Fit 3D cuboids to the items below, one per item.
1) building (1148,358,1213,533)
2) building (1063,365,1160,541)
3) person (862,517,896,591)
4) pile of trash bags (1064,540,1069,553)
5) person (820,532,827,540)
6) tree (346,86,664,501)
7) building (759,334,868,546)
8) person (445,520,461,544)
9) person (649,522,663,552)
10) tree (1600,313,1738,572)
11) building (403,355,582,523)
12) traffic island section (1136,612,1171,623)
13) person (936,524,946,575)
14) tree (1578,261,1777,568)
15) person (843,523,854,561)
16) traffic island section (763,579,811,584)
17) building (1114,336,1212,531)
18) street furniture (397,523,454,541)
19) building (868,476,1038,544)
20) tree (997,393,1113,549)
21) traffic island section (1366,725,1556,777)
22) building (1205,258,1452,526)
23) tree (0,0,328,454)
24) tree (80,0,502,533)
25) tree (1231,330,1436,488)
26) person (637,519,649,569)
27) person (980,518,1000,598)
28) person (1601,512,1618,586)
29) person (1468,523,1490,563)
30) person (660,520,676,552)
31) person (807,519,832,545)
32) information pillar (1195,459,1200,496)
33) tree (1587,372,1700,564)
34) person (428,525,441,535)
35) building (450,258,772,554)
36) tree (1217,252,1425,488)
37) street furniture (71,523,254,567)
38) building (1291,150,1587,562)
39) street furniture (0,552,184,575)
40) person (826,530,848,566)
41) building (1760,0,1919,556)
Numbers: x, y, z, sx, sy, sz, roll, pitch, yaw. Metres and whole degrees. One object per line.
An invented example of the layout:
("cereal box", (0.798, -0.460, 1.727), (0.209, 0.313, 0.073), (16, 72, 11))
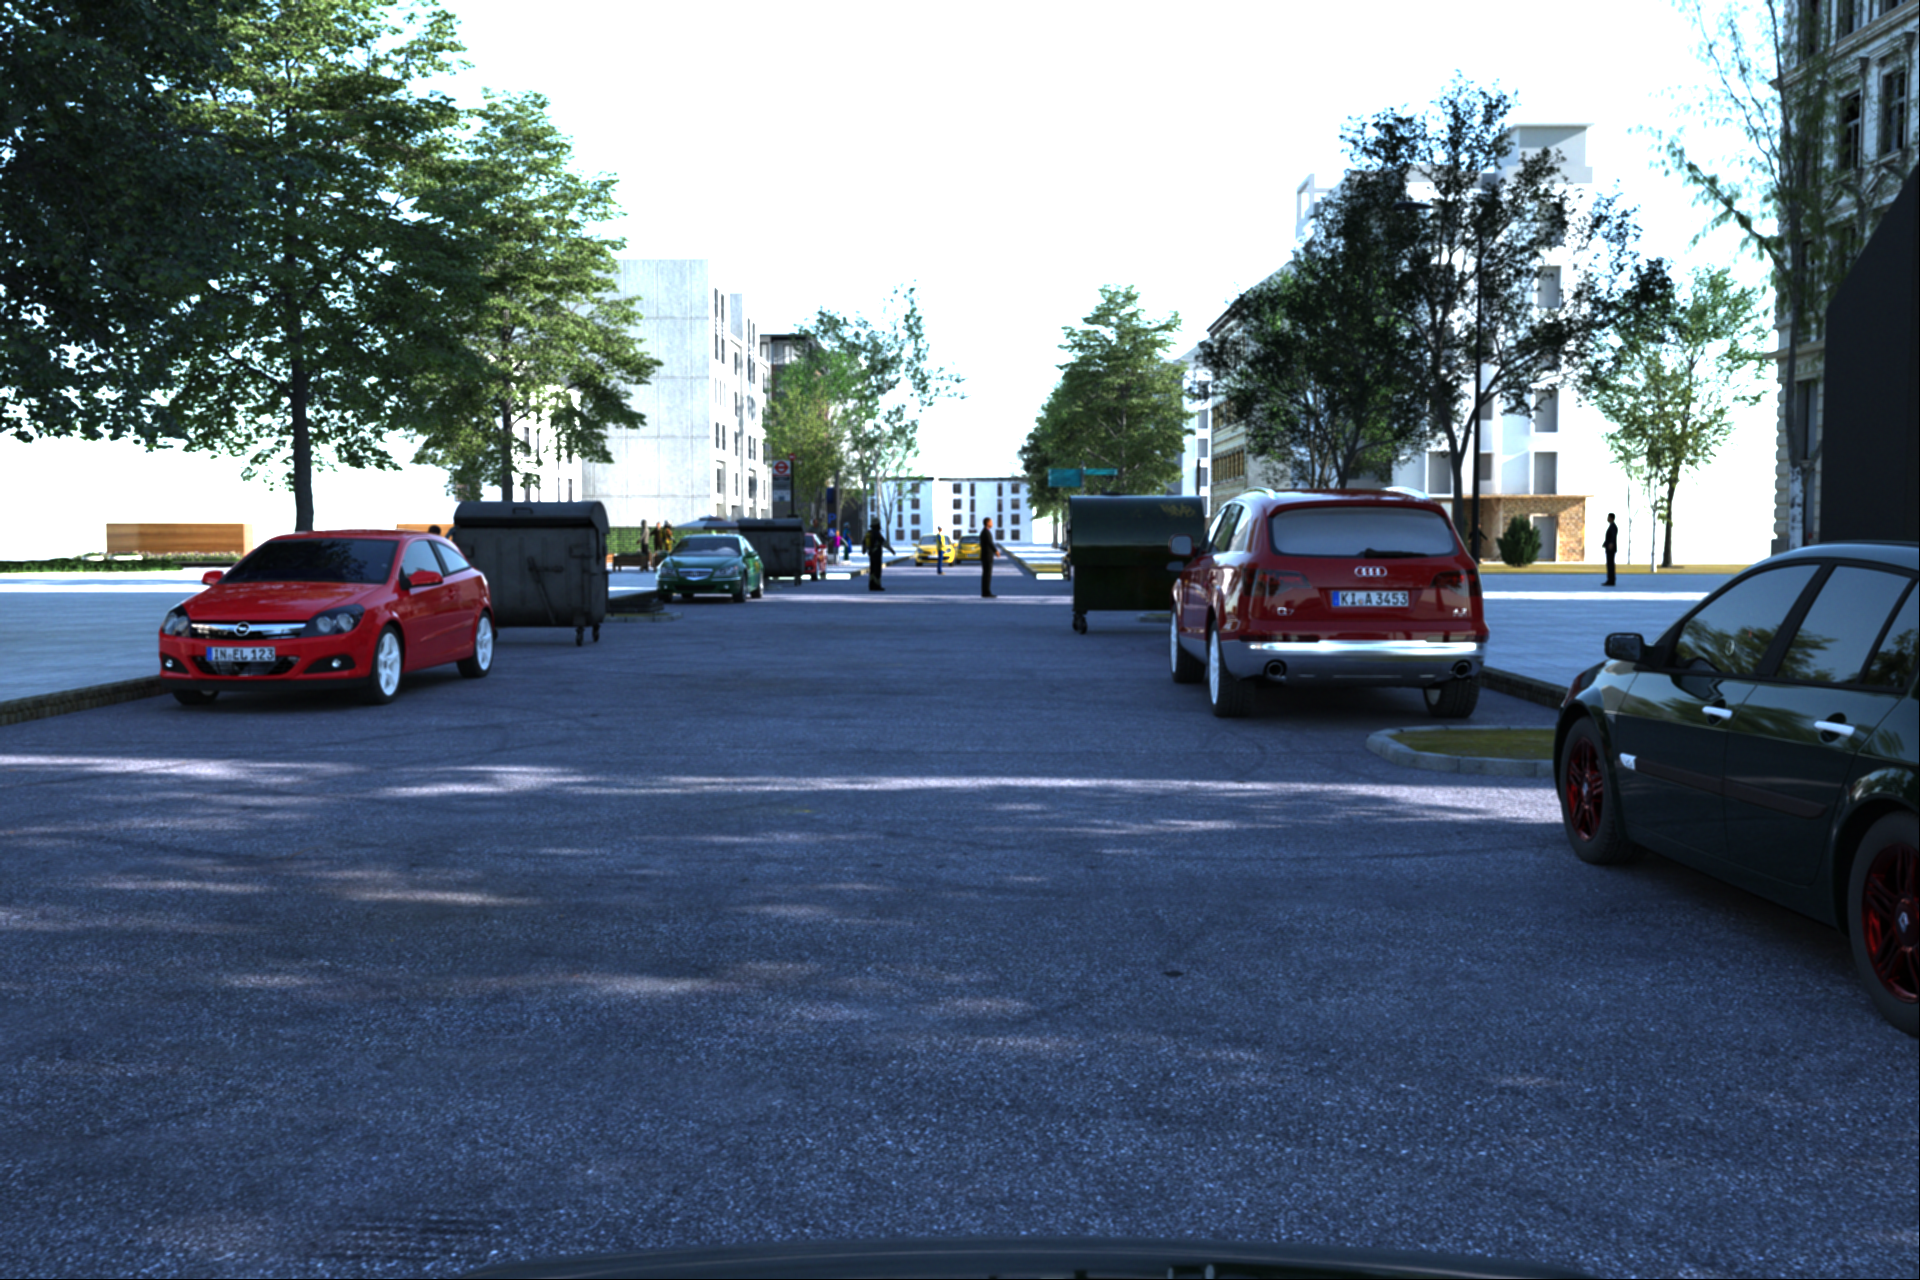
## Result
("building", (24.843, -19.972, 182.966), (16.016, 20.090, 11.380), (0, 4, 1))
("building", (27.251, -23.322, 225.291), (27.936, 21.610, 32.646), (0, 4, 1))
("person", (-2.115, -2.177, 43.836), (0.705, 1.856, 1.354), (-3, 4, -38))
("pile of trash bags", (5.176, -3.737, 70.851), (1.912, 1.369, 3.447), (0, 4, 1))
("person", (-6.770, -5.149, 90.908), (1.216, 1.740, 0.721), (-1, 4, -10))
("tree", (-11.507, -7.711, 44.199), (7.486, 12.596, 7.792), (0, 3, 0))
("building", (-25.353, -21.353, 193.102), (27.936, 21.610, 32.646), (0, 4, 1))
("person", (-15.777, -2.976, 54.494), (0.704, 1.849, 1.345), (2, 4, 30))
("person", (-13.467, -4.356, 77.350), (1.346, 1.812, 0.704), (0, 4, -1))
("tree", (23.658, -6.596, 58.200), (4.737, 8.622, 4.395), (0, 3, 0))
("building", (-25.270, -9.371, 95.365), (9.099, 9.664, 28.070), (0, 4, 1))
("traffic island section", (3.941, -0.360, 28.747), (1.991, 0.108, 1.994), (0, 4, 0))
("person", (-0.621, -3.214, 61.462), (0.721, 1.772, 1.216), (0, 4, -2))
("tree", (27.146, -8.560, 65.708), (9.928, 11.665, 9.643), (0, 3, 0))
("person", (-5.203, -4.525, 80.112), (0.704, 1.817, 1.347), (-1, 4, -20))
("traffic island section", (-5.434, -1.726, 51.083), (1.991, 0.108, 1.994), (0, 4, 1))
("building", (27.740, -22.473, 198.358), (19.493, 23.208, 18.063), (0, 4, 0))
("street furniture", (-20.026, -4.023, 72.626), (11.010, 1.723, 9.812), (-1, 4, -15))
("building", (-2.994, -18.778, 251.626), (28.070, 9.664, 9.099), (1, 4, 9))
("tree", (8.221, -14.408, 145.946), (12.009, 13.543, 11.850), (0, 3, 0))
("traffic island section", (3.707, 0.714, 11.200), (1.991, 0.108, 1.994), (0, 4, 1))
("building", (27.655, -17.609, 118.836), (19.493, 23.208, 18.063), (0, 4, 1))
("tree", (-12.120, -6.900, 19.478), (9.857, 13.997, 8.962), (0, 3, 0))
("tree", (-11.901, -6.892, 30.813), (7.486, 12.596, 7.792), (0, 3, 0))
("tree", (16.080, -8.554, 74.274), (8.767, 10.594, 7.601), (0, 4, -1))
("person", (-11.465, -3.468, 62.834), (0.705, 1.813, 1.348), (0, 4, 3))
("person", (0.641, -1.862, 39.123), (0.704, 1.802, 1.346), (-1, 4, -12))
("person", (16.149, -2.263, 43.050), (0.704, 1.823, 1.345), (1, 4, 12))
("person", (22.594, -4.247, 75.632), (0.705, 1.806, 1.347), (-2, 4, -24))
("person", (-11.685, -3.891, 69.391), (0.705, 1.858, 1.354), (-2, 4, -26))
("person", (-5.004, -3.290, 60.064), (0.705, 1.796, 1.348), (3, 5, 45))
("information pillar", (7.406, -3.831, 53.998), (0.183, 3.616, 0.504), (0, 4, 1))
("tree", (28.449, -7.555, 73.883), (4.360, 8.622, 3.978), (0, 3, 0))
("person", (-8.831, -1.174, 28.464), (0.421, 1.427, 0.697), (3, 4, 36))
("building", (-24.179, -15.946, 127.175), (16.747, 18.905, 31.486), (0, 4, 1))
("tree", (13.104, -8.423, 63.474), (9.928, 11.665, 9.643), (0, 3, 0))
("street furniture", (-32.361, -3.782, 68.691), (9.812, 1.723, 11.010), (-1, 4, -11))
("building", (22.910, -14.405, 91.934), (16.016, 20.090, 11.380), (0, 4, 0))
("street furniture", (-30.976, -2.509, 56.647), (10.072, 0.657, 5.734), (-3, 4, -38))
("person", (-5.000, -3.725, 70.167), (0.991, 1.433, 0.599), (1, 4, 16))
("building", (30.245, -13.280, 44.841), (11.050, 23.595, 19.941), (0, 4, 1))
